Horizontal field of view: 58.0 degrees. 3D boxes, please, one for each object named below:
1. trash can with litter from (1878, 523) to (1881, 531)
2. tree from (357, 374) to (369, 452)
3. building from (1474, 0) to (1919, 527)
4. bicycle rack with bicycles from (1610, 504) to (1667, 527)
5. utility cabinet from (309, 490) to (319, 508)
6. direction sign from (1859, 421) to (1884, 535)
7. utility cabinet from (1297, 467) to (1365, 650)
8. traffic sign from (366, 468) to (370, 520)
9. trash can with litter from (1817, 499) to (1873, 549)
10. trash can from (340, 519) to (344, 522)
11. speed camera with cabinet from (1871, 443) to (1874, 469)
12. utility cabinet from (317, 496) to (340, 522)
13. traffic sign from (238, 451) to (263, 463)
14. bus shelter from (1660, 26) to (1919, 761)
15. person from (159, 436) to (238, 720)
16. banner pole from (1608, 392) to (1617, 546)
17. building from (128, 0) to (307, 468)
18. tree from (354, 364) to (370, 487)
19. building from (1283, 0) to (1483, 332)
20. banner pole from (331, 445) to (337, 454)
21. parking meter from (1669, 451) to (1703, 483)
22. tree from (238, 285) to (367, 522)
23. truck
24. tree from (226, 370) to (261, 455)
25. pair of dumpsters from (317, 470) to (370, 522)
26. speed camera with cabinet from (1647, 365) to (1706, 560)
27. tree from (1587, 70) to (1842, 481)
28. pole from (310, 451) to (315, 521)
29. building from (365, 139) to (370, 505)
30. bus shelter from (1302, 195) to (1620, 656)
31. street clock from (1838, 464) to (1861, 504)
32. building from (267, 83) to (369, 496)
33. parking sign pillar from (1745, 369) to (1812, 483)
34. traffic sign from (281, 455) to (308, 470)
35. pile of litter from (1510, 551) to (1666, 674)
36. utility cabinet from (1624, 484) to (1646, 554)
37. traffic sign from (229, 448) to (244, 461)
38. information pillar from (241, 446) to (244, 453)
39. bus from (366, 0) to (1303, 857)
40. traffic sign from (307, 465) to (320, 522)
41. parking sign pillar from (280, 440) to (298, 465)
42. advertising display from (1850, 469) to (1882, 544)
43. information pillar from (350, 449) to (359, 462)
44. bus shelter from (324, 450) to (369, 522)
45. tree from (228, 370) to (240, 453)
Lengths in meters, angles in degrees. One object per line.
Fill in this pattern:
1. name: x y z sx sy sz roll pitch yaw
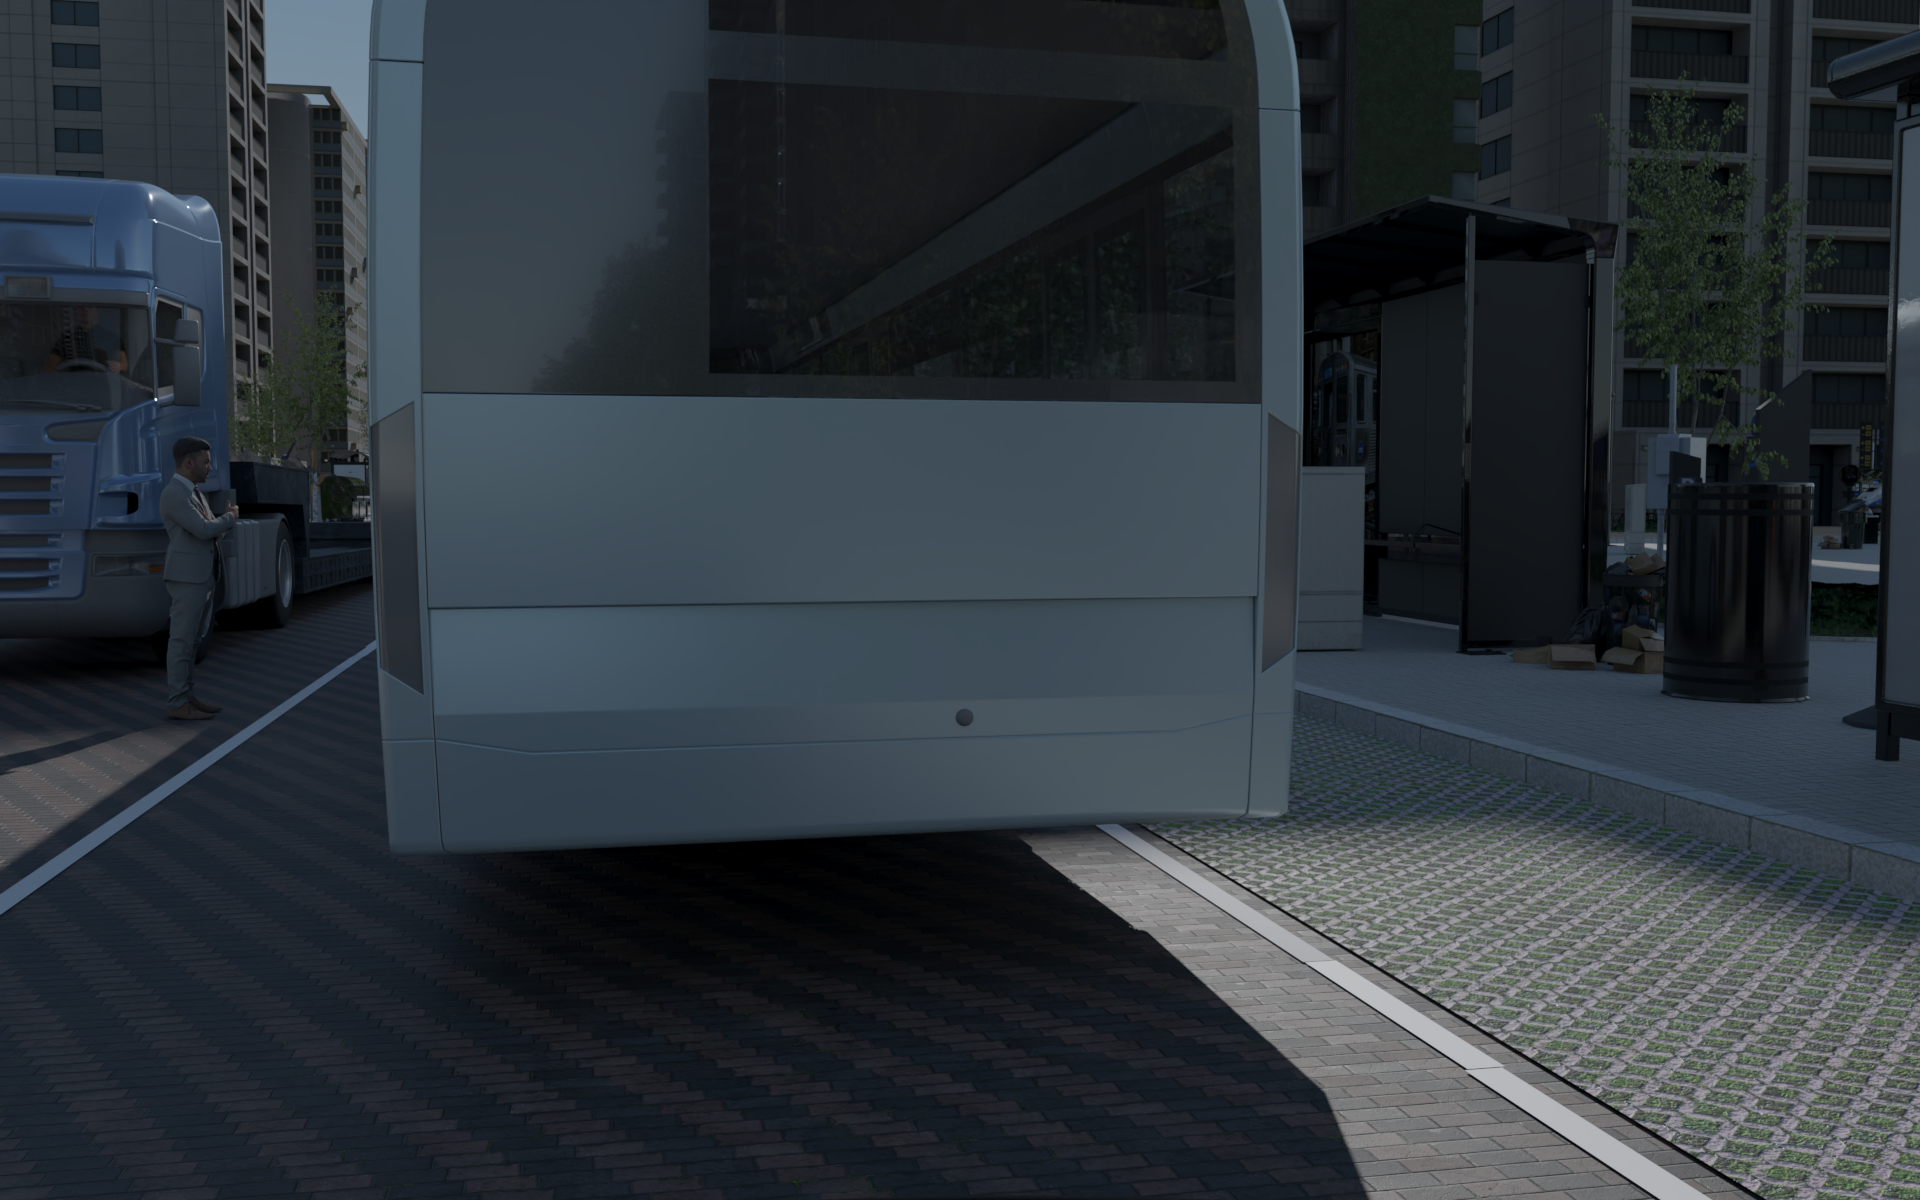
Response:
1. trash can with litter: 32.179 -2.979 60.100 1.055 1.170 0.624 1 4 18
2. tree: -34.318 -11.903 111.623 9.611 12.733 9.660 0 3 0
3. building: 33.635 -38.998 75.875 20.611 71.187 20.563 -1 4 -12
4. bicycle rack with bicycles: 24.199 -2.975 62.018 2.852 0.926 2.925 -1 4 -10
5. utility cabinet: -33.221 -4.856 88.066 1.173 1.500 0.318 -2 4 -31
6. direction sign: 28.521 -3.793 54.017 0.876 3.537 0.379 2 4 30
7. utility cabinet: 2.677 -0.333 14.131 1.173 1.500 0.318 -1 4 -9
8. traffic sign: -29.578 -5.283 86.383 0.884 2.594 0.081 0 4 -3
9. trash can with litter: 20.528 -1.761 40.187 1.055 1.170 0.624 -1 4 -9
10. trash can: -27.310 -3.926 75.844 0.748 1.137 0.748 0 3 0
11. speed camera with cabinet: 35.794 -4.426 66.706 2.038 3.252 0.660 1 4 12
12. utility cabinet: -27.138 -3.860 74.266 0.306 1.237 1.020 3 5 42
13. traffic sign: -20.949 -3.116 51.057 0.768 2.556 0.104 -1 4 -12
14. bus shelter: 5.509 -1.794 6.964 2.179 5.291 8.768 -1 4 -12
15. person: -4.873 -0.149 11.121 0.466 1.800 0.511 -2 4 -25
16. banner pole: 16.088 -3.230 42.831 0.401 3.779 0.863 1 4 23
17. building: -58.139 -41.800 121.684 20.563 71.187 20.611 -1 4 -12
18. tree: -30.450 -8.705 92.684 4.360 8.622 3.978 0 3 0
19. building: 10.076 -17.999 65.992 14.107 30.474 14.160 -1 4 -12
20. banner pole: -31.988 -6.047 88.891 0.863 3.779 0.401 1 4 16
21. parking meter: 9.858 -1.091 23.552 0.399 1.863 0.255 0 4 8
22. tree: -22.864 -6.771 61.067 4.737 8.622 4.395 0 3 0
23. truck: -9.015 -1.923 21.202 2.967 4.110 18.799 -1 4 -12
24. tree: -44.225 -9.396 103.994 4.360 8.622 3.978 0 3 0
25. pair of dumpsters: -24.285 -4.021 68.230 1.574 2.255 4.437 -1 4 -12
26. speed camera with cabinet: 11.550 -1.954 26.287 0.660 3.252 2.038 -3 5 -42
27. tree: 12.861 -4.894 30.378 4.737 8.622 4.395 0 3 0
28. pole: -30.931 -5.443 82.830 0.158 3.312 0.155 0 3 0
29. building: -76.125 -34.332 215.952 28.867 44.769 22.147 -1 4 -12
30. bus shelter: 3.888 -1.564 16.851 1.731 3.624 6.357 -1 4 -12
31. street clock: 21.760 -2.315 42.416 0.471 2.002 0.358 1 4 17
32. building: -67.649 -28.640 160.145 23.993 40.220 32.217 -1 4 -12
33. parking sign pillar: 17.677 -2.996 37.462 1.447 3.967 1.447 -1 4 -15
34. traffic sign: -16.983 -2.475 44.101 0.795 2.450 0.064 -1 4 -12
35. pile of litter: 4.856 0.071 12.798 1.176 0.858 1.719 -1 4 -19
36. utility cabinet: 14.344 -1.722 36.840 0.318 1.500 1.173 1 4 16
37. traffic sign: -15.323 -1.997 36.290 0.795 2.450 0.064 -1 4 -12
38. information pillar: -34.846 -5.681 84.235 0.183 3.616 0.504 -2 4 -30
39. bus: -1.784 -0.994 11.111 2.948 3.499 13.247 -1 4 -13
40. traffic sign: -25.737 -4.126 68.642 0.795 2.450 0.064 0 4 -8
41. parking sign pillar: -32.661 -5.866 84.377 1.447 3.967 1.447 0 4 -2
42. advertising display: 23.389 -2.401 44.474 0.974 1.923 0.123 1 4 16
43. information pillar: -31.095 -5.973 89.017 0.183 3.616 0.504 3 5 42
44. bus shelter: -28.616 -5.388 82.016 2.014 3.302 5.546 -1 4 -12
45. tree: -39.467 -9.017 97.785 4.737 8.622 4.395 0 3 0
